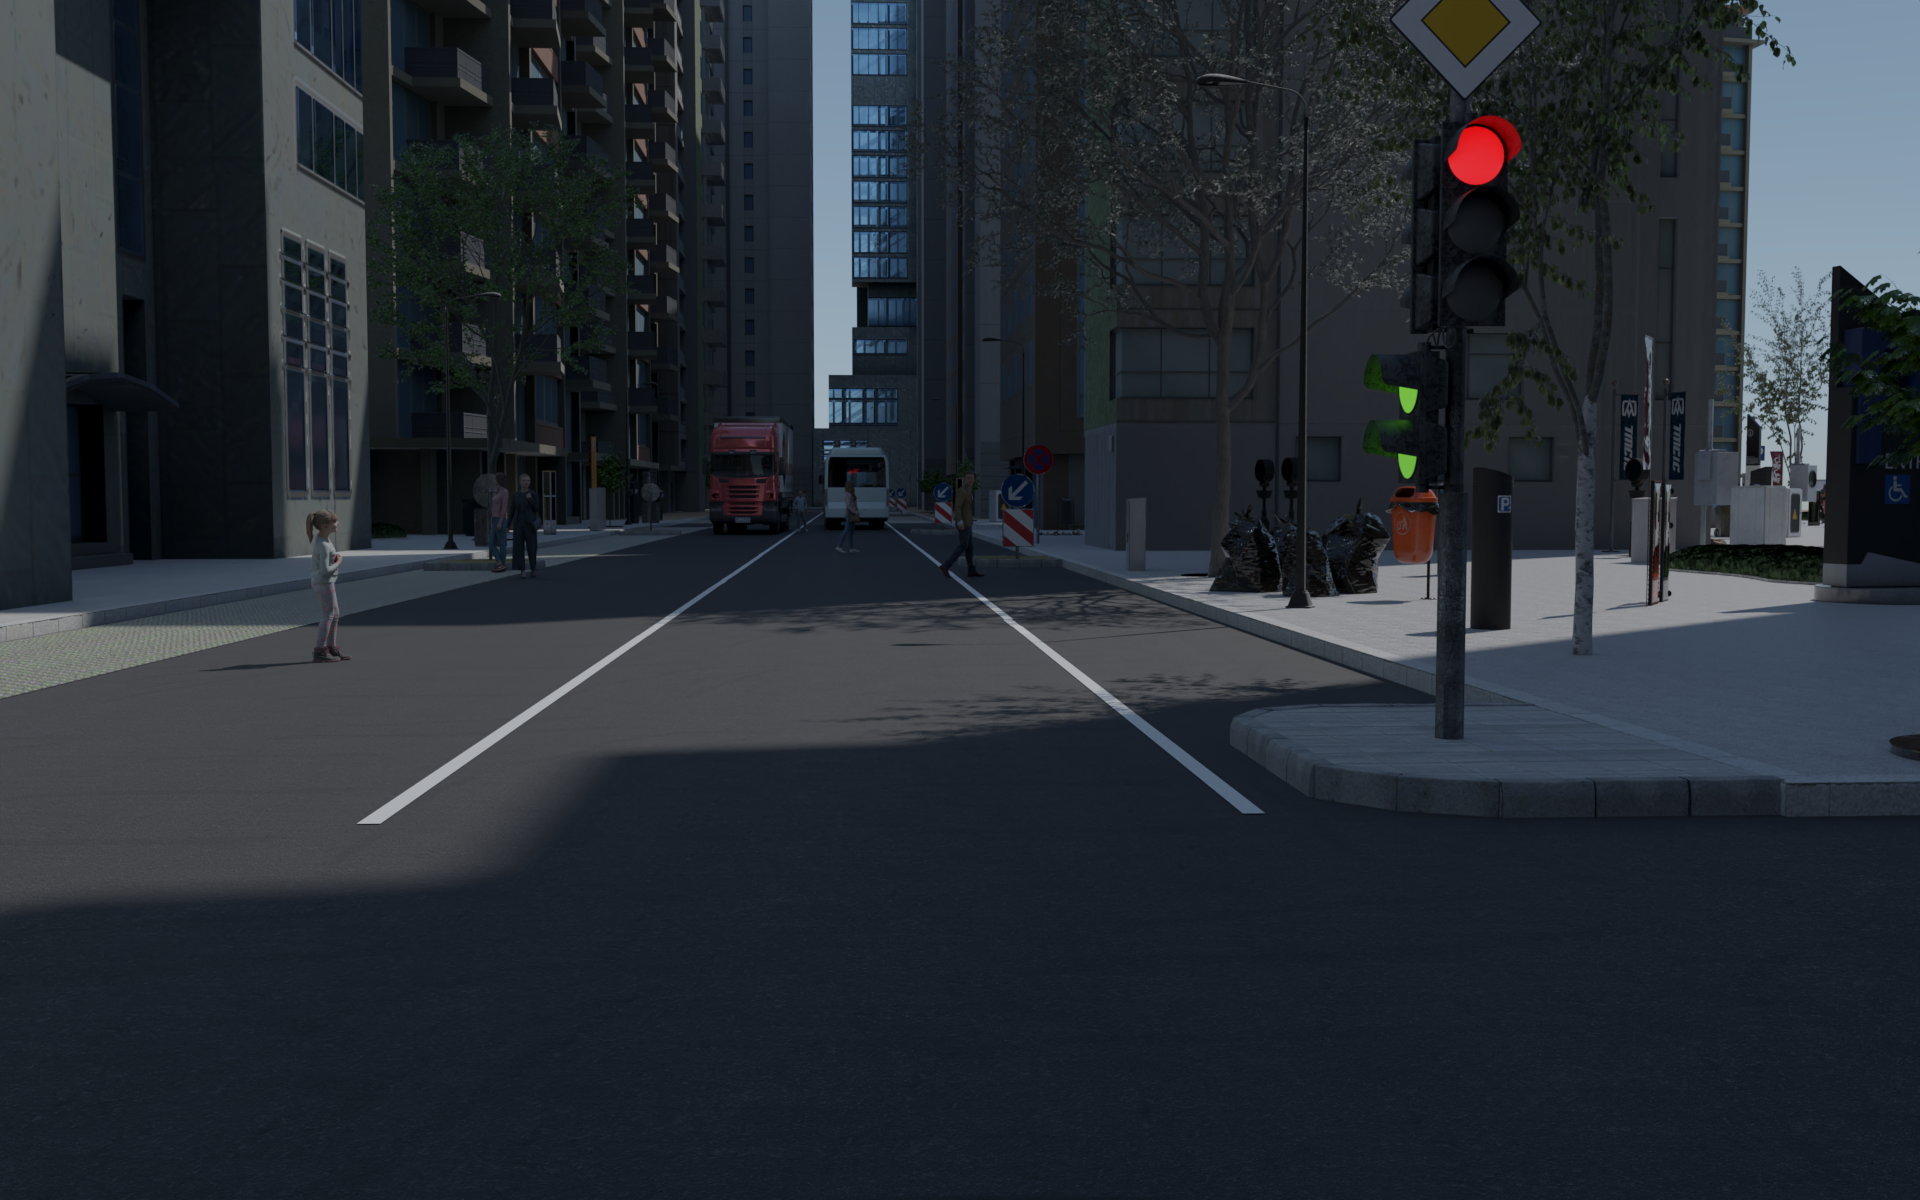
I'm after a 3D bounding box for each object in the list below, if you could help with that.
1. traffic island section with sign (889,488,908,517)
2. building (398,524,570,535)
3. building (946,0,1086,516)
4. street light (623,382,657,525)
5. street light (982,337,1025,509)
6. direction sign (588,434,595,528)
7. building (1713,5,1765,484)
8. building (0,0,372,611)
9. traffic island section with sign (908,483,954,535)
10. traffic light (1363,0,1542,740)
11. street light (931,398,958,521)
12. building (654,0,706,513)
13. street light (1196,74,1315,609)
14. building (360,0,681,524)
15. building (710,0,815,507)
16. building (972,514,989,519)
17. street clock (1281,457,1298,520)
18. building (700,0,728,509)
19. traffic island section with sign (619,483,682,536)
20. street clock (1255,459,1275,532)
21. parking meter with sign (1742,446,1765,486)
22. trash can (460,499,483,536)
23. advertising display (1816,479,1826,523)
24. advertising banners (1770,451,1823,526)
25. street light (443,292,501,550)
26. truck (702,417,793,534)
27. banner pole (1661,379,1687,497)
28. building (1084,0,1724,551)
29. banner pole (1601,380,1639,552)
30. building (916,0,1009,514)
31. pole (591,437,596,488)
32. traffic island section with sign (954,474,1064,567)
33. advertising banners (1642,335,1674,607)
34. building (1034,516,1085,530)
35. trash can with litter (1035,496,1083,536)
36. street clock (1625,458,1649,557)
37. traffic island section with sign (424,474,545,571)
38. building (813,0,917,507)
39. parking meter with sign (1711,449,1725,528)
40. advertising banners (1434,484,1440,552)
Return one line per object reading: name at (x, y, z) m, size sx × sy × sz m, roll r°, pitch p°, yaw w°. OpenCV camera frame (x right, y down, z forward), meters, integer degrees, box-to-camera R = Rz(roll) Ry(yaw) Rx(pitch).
traffic island section with sign at (-3.870, -6.244, 110.711) m, size 1.989 × 1.847 × 2.006 m, roll 0°, pitch 4°, yaw -4°
building at (-25.652, -25.143, 65.710) m, size 22.147 × 44.769 × 28.867 m, roll 0°, pitch 4°, yaw -4°
building at (6.292, -28.965, 123.691) m, size 14.600 × 45.320 × 14.200 m, roll 0°, pitch 4°, yaw -4°
street light at (-13.295, -6.085, 72.027) m, size 1.470 × 5.913 × 1.316 m, roll 0°, pitch 4°, yaw -4°
street light at (1.345, -4.830, 51.508) m, size 1.470 × 5.913 × 1.316 m, roll 0°, pitch 4°, yaw -4°
direction sign at (-13.840, -4.477, 65.193) m, size 0.379 × 3.537 × 0.876 m, roll -2°, pitch 4°, yaw -26°
building at (53.732, -30.394, 151.560) m, size 28.867 × 44.769 × 22.147 m, roll 0°, pitch 4°, yaw -4°
building at (-22.132, -43.413, 22.478) m, size 22.319 × 86.520 × 31.000 m, roll 0°, pitch 4°, yaw -4°
traffic island section with sign at (-0.749, -3.247, 61.720) m, size 1.989 × 1.847 × 2.006 m, roll 0°, pitch 4°, yaw -4°
traffic light at (2.556, -1.228, 9.000) m, size 0.839 × 4.253 × 0.868 m, roll 0°, pitch 4°, yaw -4°
street light at (-0.705, -6.806, 83.823) m, size 1.470 × 5.913 × 1.316 m, roll 0°, pitch 4°, yaw -4°
building at (-25.271, -26.612, 118.707) m, size 14.154 × 41.232 × 14.086 m, roll 0°, pitch 4°, yaw -4°
street light at (3.305, -2.864, 19.365) m, size 1.470 × 5.913 × 1.316 m, roll 0°, pitch 4°, yaw -4°
building at (-27.669, -27.055, 96.968) m, size 22.147 × 44.769 × 28.867 m, roll 0°, pitch 4°, yaw -4°
building at (-29.064, -38.827, 176.823) m, size 28.212 × 58.520 × 21.231 m, roll 0°, pitch 4°, yaw -4°
building at (10.633, -34.272, 102.354) m, size 21.231 × 58.520 × 28.212 m, roll 0°, pitch 4°, yaw -4°
street clock at (6.562, -1.818, 34.289) m, size 0.358 × 2.002 × 0.471 m, roll -1°, pitch 4°, yaw -18°
building at (-35.180, -32.105, 144.528) m, size 30.456 × 49.044 × 23.786 m, roll 0°, pitch 4°, yaw -4°
traffic island section with sign at (-10.749, -3.160, 60.299) m, size 1.989 × 1.847 × 2.006 m, roll 0°, pitch 4°, yaw -4°
street clock at (6.309, -1.917, 35.917) m, size 0.358 × 2.002 × 0.471 m, roll -1°, pitch 4°, yaw -17°
parking meter with sign at (28.869, -4.098, 63.261) m, size 0.543 × 3.016 × 1.738 m, roll 1°, pitch 4°, yaw 12°
trash can at (-14.810, -2.506, 52.634) m, size 0.748 × 1.137 × 0.748 m, roll 0°, pitch 3°, yaw 0°
advertising display at (38.120, -4.341, 76.186) m, size 0.974 × 1.923 × 0.123 m, roll 1°, pitch 4°, yaw 23°
advertising banners at (33.913, -4.530, 70.261) m, size 2.074 × 3.025 × 0.090 m, roll 1°, pitch 4°, yaw 10°
street light at (-11.265, -4.126, 39.994) m, size 1.470 × 5.913 × 1.316 m, roll 0°, pitch 4°, yaw -4°
truck at (-7.766, -4.652, 64.977) m, size 2.839 × 4.237 × 11.283 m, roll 0°, pitch 4°, yaw -3°
banner pole at (15.418, -2.906, 37.536) m, size 0.401 × 3.779 × 0.863 m, roll -1°, pitch 4°, yaw -17°
building at (10.078, -22.109, 45.085) m, size 14.154 × 41.232 × 14.086 m, roll 0°, pitch 4°, yaw -4°
banner pole at (14.601, -2.947, 38.199) m, size 0.863 × 3.779 × 0.401 m, roll -1°, pitch 4°, yaw -17°
building at (6.845, -36.869, 144.813) m, size 21.231 × 58.520 × 28.212 m, roll 0°, pitch 4°, yaw -4°
pole at (-13.045, -4.152, 61.728) m, size 0.158 × 3.312 × 0.155 m, roll 0°, pitch 3°, yaw 0°
traffic island section with sign at (0.981, -1.599, 34.766) m, size 1.989 × 1.847 × 2.006 m, roll 0°, pitch 4°, yaw -4°
advertising banners at (8.047, -1.456, 20.000) m, size 0.090 × 3.025 × 2.074 m, roll 2°, pitch 4°, yaw 31°
building at (9.066, -25.500, 67.042) m, size 14.600 × 45.320 × 14.200 m, roll 0°, pitch 4°, yaw -4°
trash can with litter at (2.913, -2.628, 54.021) m, size 2.233 × 1.210 × 1.678 m, roll 0°, pitch 4°, yaw 5°
street clock at (13.773, -1.877, 35.254) m, size 0.358 × 2.002 × 0.471 m, roll -1°, pitch 4°, yaw -22°
traffic island section with sign at (-9.007, -1.493, 33.039) m, size 1.989 × 1.847 × 2.006 m, roll 0°, pitch 4°, yaw -4°
building at (0.430, -52.965, 178.657) m, size 31.000 × 86.520 × 22.319 m, roll 0°, pitch 4°, yaw -4°
parking meter with sign at (28.751, -4.261, 65.931) m, size 0.543 × 3.016 × 1.738 m, roll 2°, pitch 4°, yaw 27°
advertising banners at (10.474, -2.530, 37.548) m, size 0.090 × 3.025 × 2.074 m, roll 0°, pitch 4°, yaw -2°
